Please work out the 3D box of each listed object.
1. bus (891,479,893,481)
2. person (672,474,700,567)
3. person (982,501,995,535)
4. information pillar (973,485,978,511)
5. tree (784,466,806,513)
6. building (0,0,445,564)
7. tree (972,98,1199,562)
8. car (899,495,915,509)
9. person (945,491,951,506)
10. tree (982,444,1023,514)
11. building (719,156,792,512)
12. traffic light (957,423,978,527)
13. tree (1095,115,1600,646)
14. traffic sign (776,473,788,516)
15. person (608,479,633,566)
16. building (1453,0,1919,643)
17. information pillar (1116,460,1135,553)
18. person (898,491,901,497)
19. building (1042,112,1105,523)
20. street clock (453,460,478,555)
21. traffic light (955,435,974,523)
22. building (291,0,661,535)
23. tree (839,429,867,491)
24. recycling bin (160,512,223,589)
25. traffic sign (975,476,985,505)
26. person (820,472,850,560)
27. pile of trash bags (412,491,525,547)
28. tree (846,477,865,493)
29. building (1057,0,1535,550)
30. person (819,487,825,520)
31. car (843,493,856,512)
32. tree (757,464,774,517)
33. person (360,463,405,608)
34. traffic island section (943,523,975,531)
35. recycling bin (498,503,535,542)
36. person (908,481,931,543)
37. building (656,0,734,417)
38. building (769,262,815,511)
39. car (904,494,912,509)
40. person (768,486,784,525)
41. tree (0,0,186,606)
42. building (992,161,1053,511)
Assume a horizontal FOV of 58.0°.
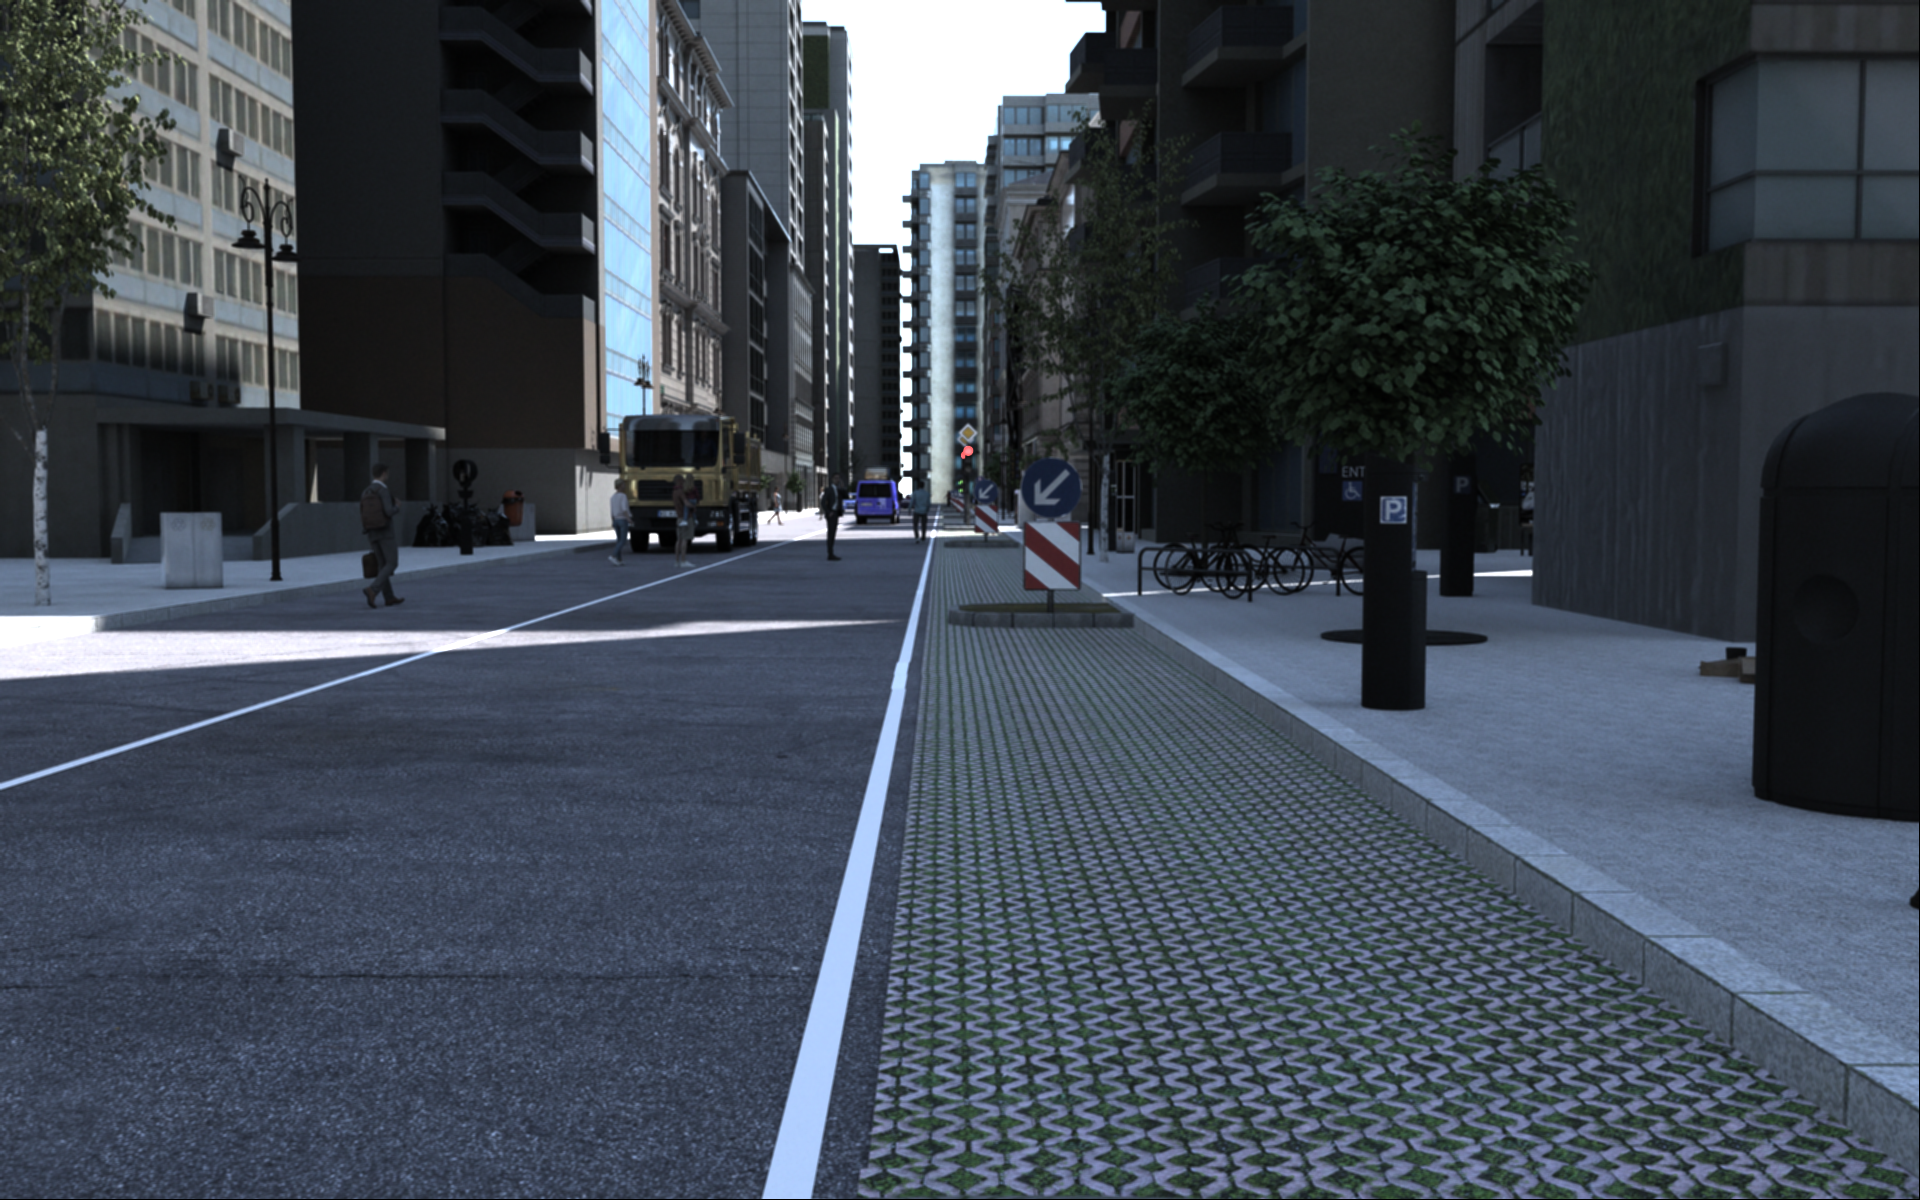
[{"bbox_3d":[-9.196,-12.724,202.896,2.948,3.499,13.247,0,3,0],"label":"bus"},{"bbox_3d":[-5.401,-1.563,34.029,0.580,1.828,0.573,1,4,11],"label":"person"},{"bbox_3d":[0.993,-3.156,60.287,0.511,1.800,0.466,1,4,13],"label":"person"},{"bbox_3d":[1.187,-7.884,133.393,0.304,2.012,0.304,-2,4,-23],"label":"information pillar"},{"bbox_3d":[-11.334,-7.641,119.533,1.663,3.219,1.824,0,3,0],"label":"tree"},{"bbox_3d":[-29.577,-21.218,38.793,32.217,40.220,23.993,0,4,-1],"label":"building"},{"bbox_3d":[2.607,-5.028,32.576,4.737,8.622,4.395,0,3,0],"label":"tree"},{"bbox_3d":[-5.042,-9.165,162.435,1.945,1.354,3.894,0,4,0],"label":"car"},{"bbox_3d":[-1.356,-11.759,200.697,0.705,1.831,1.348,3,4,38],"label":"person"},{"bbox_3d":[3.097,-7.921,113.225,4.285,4.588,4.351,0,3,0],"label":"tree"},{"bbox_3d":[-19.606,-18.126,115.431,14.314,24.678,30.058,0,4,-1],"label":"building"},{"bbox_3d":[0.304,-4.861,68.398,0.839,4.253,0.868,0,4,-1],"label":"traffic light"},{"bbox_3d":[3.862,-1.923,15.161,4.285,4.588,4.351,0,3,0],"label":"tree"},{"bbox_3d":[-10.570,-6.275,102.704,0.768,2.556,0.104,0,4,8],"label":"traffic sign"},{"bbox_3d":[-6.788,-1.548,34.477,0.731,1.740,0.598,2,4,31],"label":"person"},{"bbox_3d":[13.628,-20.611,20.593,14.154,41.232,14.086,0,4,-1],"label":"building"},{"bbox_3d":[3.598,-2.027,37.639,0.304,2.012,0.304,-2,4,-26],"label":"information pillar"},{"bbox_3d":[-7.026,-11.858,202.385,0.705,1.822,1.348,-1,4,-17],"label":"person"},{"bbox_3d":[13.972,-13.264,81.487,19.286,19.102,10.561,0,4,-1],"label":"building"},{"bbox_3d":[-10.437,-1.958,36.578,0.471,2.002,0.358,1,4,22],"label":"street clock"},{"bbox_3d":[0.221,-5.349,76.383,0.839,4.253,0.868,0,4,-1],"label":"traffic light"},{"bbox_3d":[-18.751,-25.054,59.741,14.200,45.320,14.600,0,4,-1],"label":"building"},{"bbox_3d":[-12.459,-14.712,190.904,4.360,8.622,3.978,0,3,0],"label":"tree"},{"bbox_3d":[-10.524,-0.683,23.721,0.722,1.027,0.722,-2,4,-28],"label":"recycling bin"},{"bbox_3d":[1.449,-7.536,123.324,0.768,2.556,0.104,0,4,6],"label":"traffic sign"},{"bbox_3d":[-2.703,-1.823,37.669,0.474,1.900,0.648,2,4,24],"label":"person"},{"bbox_3d":[-11.951,-2.042,43.141,1.912,1.369,3.447,1,4,20],"label":"pile of trash bags"},{"bbox_3d":[-12.037,-12.302,195.738,1.663,3.219,1.824,0,3,0],"label":"tree"},{"bbox_3d":[14.642,-24.316,52.186,22.147,44.769,28.867,0,4,-1],"label":"building"},{"bbox_3d":[-7.550,-5.327,95.829,0.641,1.798,0.478,2,4,33],"label":"person"},{"bbox_3d":[-8.786,-8.001,140.407,1.945,1.707,3.694,0,4,-1],"label":"car"},{"bbox_3d":[-11.324,-6.165,95.398,1.663,3.219,1.824,0,3,0],"label":"tree"},{"bbox_3d":[-7.380,-0.828,22.007,0.622,1.834,0.822,2,4,27],"label":"person"},{"bbox_3d":[0.344,-2.828,68.512,2.009,0.180,2.903,0,4,-1],"label":"traffic island section"},{"bbox_3d":[-12.056,-2.114,47.116,0.722,1.027,0.722,1,4,21],"label":"recycling bin"},{"bbox_3d":[-1.168,-2.575,50.616,0.660,1.820,0.620,-1,4,-13],"label":"person"},{"bbox_3d":[-19.715,-18.390,88.069,14.401,28.519,23.554,0,4,-1],"label":"building"},{"bbox_3d":[-17.192,-17.777,139.808,9.793,20.994,18.267,0,4,-1],"label":"building"},{"bbox_3d":[-4.689,-9.983,172.259,2.155,1.783,4.494,0,4,0],"label":"car"},{"bbox_3d":[-8.553,-4.386,80.307,0.778,1.811,0.616,0,4,3],"label":"person"},{"bbox_3d":[-10.766,-4.251,19.866,4.737,8.622,4.395,0,3,0],"label":"tree"},{"bbox_3d":[9.720,-21.751,141.538,13.634,28.700,20.117,0,4,-1],"label":"building"}]
